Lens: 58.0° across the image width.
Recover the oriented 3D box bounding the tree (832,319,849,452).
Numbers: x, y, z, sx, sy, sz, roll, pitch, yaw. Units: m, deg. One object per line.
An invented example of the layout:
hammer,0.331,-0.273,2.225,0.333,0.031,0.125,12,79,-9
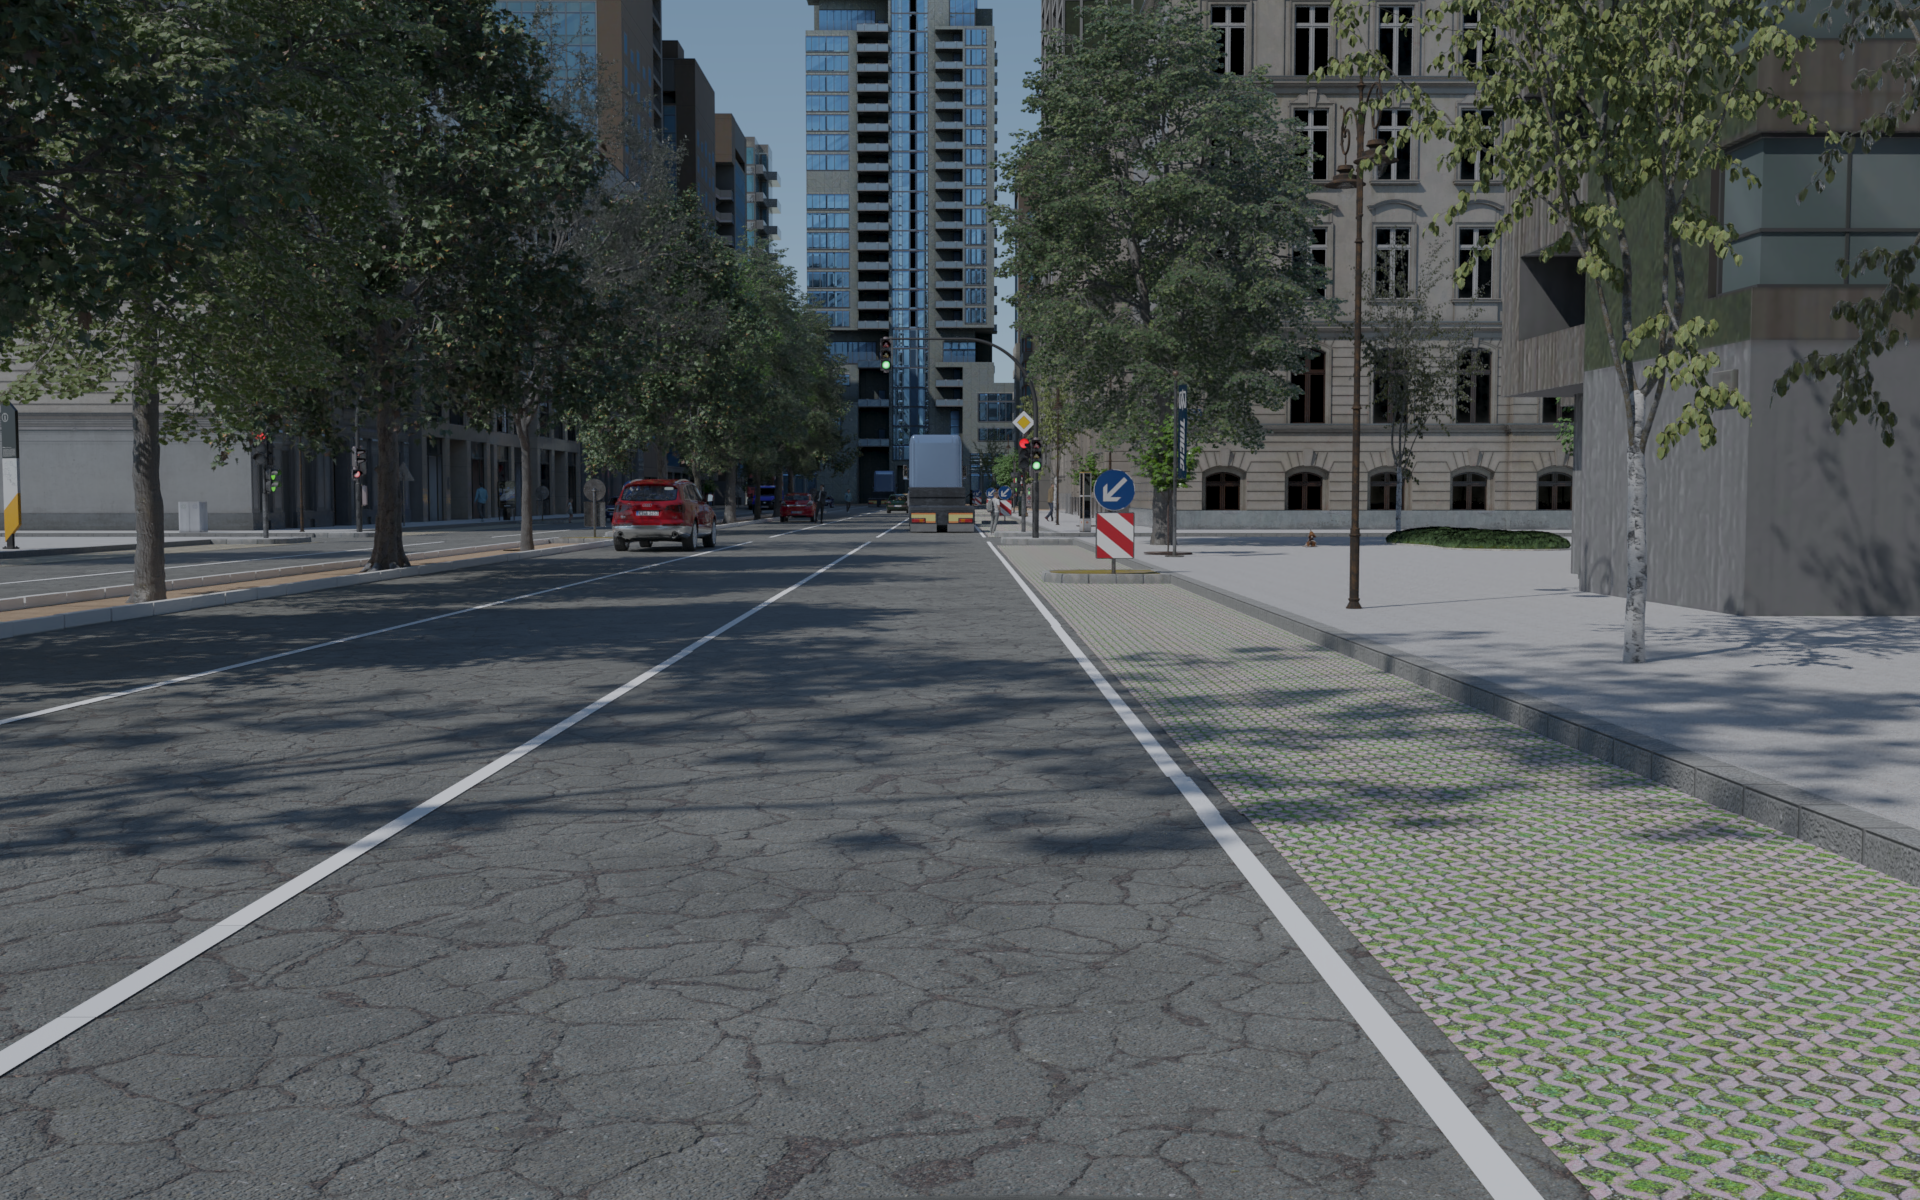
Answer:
tree,-11.075,-11.979,104.969,9.857,13.997,8.962,0,3,0

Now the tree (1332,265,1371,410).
tree,12.531,-5.991,48.308,4.360,8.622,3.978,0,3,0

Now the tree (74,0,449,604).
tree,-10.718,-6.247,22.718,7.486,12.596,7.792,0,3,0

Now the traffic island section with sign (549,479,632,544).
traffic island section with sign,-10.828,-2.605,50.721,2.006,1.907,1.989,0,4,0

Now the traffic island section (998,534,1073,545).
traffic island section,2.219,-1.730,50.560,2.009,0.180,2.903,0,4,0

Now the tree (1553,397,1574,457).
tree,13.728,-3.107,34.506,4.285,4.588,4.351,0,3,0

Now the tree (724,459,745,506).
tree,-23.849,-14.500,187.441,4.360,8.622,3.978,0,3,0

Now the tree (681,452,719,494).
tree,-23.047,-12.448,153.879,4.737,8.622,4.395,0,3,0

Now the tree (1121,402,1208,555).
tree,4.485,-2.568,36.592,1.663,3.219,1.824,0,3,0

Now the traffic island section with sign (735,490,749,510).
traffic island section with sign,-20.559,-9.299,160.661,1.989,1.847,2.006,0,4,0

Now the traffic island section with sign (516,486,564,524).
traffic island section with sign,-20.089,-4.550,83.021,1.989,1.847,2.006,0,4,0

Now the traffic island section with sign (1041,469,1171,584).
traffic island section with sign,2.352,-1.208,28.382,1.989,1.847,2.006,0,4,0

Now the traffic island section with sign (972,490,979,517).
traffic island section with sign,1.861,-6.206,110.098,1.989,1.847,2.006,0,4,0

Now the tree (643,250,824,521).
tree,-11.016,-8.837,72.690,9.928,11.665,9.643,0,3,0

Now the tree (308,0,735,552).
tree,-10.781,-7.945,42.728,12.009,13.543,11.850,0,3,0

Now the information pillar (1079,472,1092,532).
information pillar,4.199,-3.271,57.976,0.304,2.012,0.304,-1,4,-21

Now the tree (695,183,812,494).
tree,-10.617,-8.692,61.587,9.611,12.733,9.660,0,3,0

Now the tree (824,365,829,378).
tree,-10.834,-10.083,93.076,9.928,11.665,9.643,0,3,0

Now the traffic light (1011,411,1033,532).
traffic light,2.131,-4.251,58.431,0.839,4.253,0.868,0,4,0

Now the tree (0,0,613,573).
tree,-10.413,-6.843,31.348,9.611,12.733,9.660,0,3,0

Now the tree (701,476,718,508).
tree,-23.727,-10.389,164.459,1.663,3.219,1.824,0,3,0

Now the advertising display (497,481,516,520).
advertising display,-22.129,-4.851,84.529,0.123,1.923,0.974,3,5,40

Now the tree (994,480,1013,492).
tree,4.479,-10.717,169.817,1.663,3.219,1.824,0,3,0

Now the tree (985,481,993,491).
tree,4.112,-13.066,208.227,1.663,3.219,1.824,0,3,0

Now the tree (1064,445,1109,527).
tree,5.179,-4.503,68.224,1.663,3.219,1.824,0,3,0

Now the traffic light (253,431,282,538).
traffic light,-20.182,-3.754,50.296,0.839,4.253,0.868,0,4,0

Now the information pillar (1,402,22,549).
information pillar,-22.061,-2.991,40.257,0.504,3.616,0.183,2,4,24

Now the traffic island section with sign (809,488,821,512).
traffic island section with sign,-11.325,-7.653,133.265,2.006,1.907,1.989,0,4,0

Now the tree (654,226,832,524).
tree,-11.091,-10.637,83.029,9.857,13.997,8.962,0,3,0

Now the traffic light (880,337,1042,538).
traffic light,0.087,-4.625,50.292,4.771,5.953,1.251,0,4,0

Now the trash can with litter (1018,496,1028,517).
trash can with litter,3.648,-5.308,98.165,0.624,1.170,1.055,-1,4,-15

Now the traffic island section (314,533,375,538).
traffic island section,-20.270,-2.210,58.416,2.009,0.180,2.903,0,4,0

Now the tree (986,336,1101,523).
tree,4.349,-7.788,77.701,4.737,8.622,4.395,0,3,0

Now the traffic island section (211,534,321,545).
traffic island section,-20.222,-1.722,50.431,2.009,0.180,2.903,0,4,0

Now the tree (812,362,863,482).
tree,-11.385,-12.034,116.217,9.611,12.733,9.660,0,3,0

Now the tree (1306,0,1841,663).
tree,4.911,-3.822,12.857,4.737,8.622,4.395,0,3,0

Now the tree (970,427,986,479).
tree,3.310,-14.196,182.472,4.737,8.622,4.395,0,3,0

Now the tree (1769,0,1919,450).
tree,4.867,-3.501,7.608,4.360,8.622,3.978,0,3,0

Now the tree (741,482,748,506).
tree,-23.496,-12.037,191.402,1.663,3.219,1.824,0,3,0

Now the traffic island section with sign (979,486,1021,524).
traffic island section with sign,2.030,-4.558,83.144,1.989,1.847,2.006,0,4,0

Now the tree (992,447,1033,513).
tree,3.856,-8.388,120.856,4.285,4.588,4.351,0,3,0

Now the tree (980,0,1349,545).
tree,5.181,-8.353,43.232,9.857,13.997,8.962,0,3,0

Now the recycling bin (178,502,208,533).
recycling bin,-25.595,-2.768,57.816,0.722,1.027,0.722,0,4,-6

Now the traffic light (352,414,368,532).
traffic light,-18.139,-5.117,58.329,4.771,5.953,1.251,0,4,0

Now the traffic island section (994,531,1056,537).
traffic island section,2.171,-2.218,58.545,2.009,0.180,2.903,0,4,0
